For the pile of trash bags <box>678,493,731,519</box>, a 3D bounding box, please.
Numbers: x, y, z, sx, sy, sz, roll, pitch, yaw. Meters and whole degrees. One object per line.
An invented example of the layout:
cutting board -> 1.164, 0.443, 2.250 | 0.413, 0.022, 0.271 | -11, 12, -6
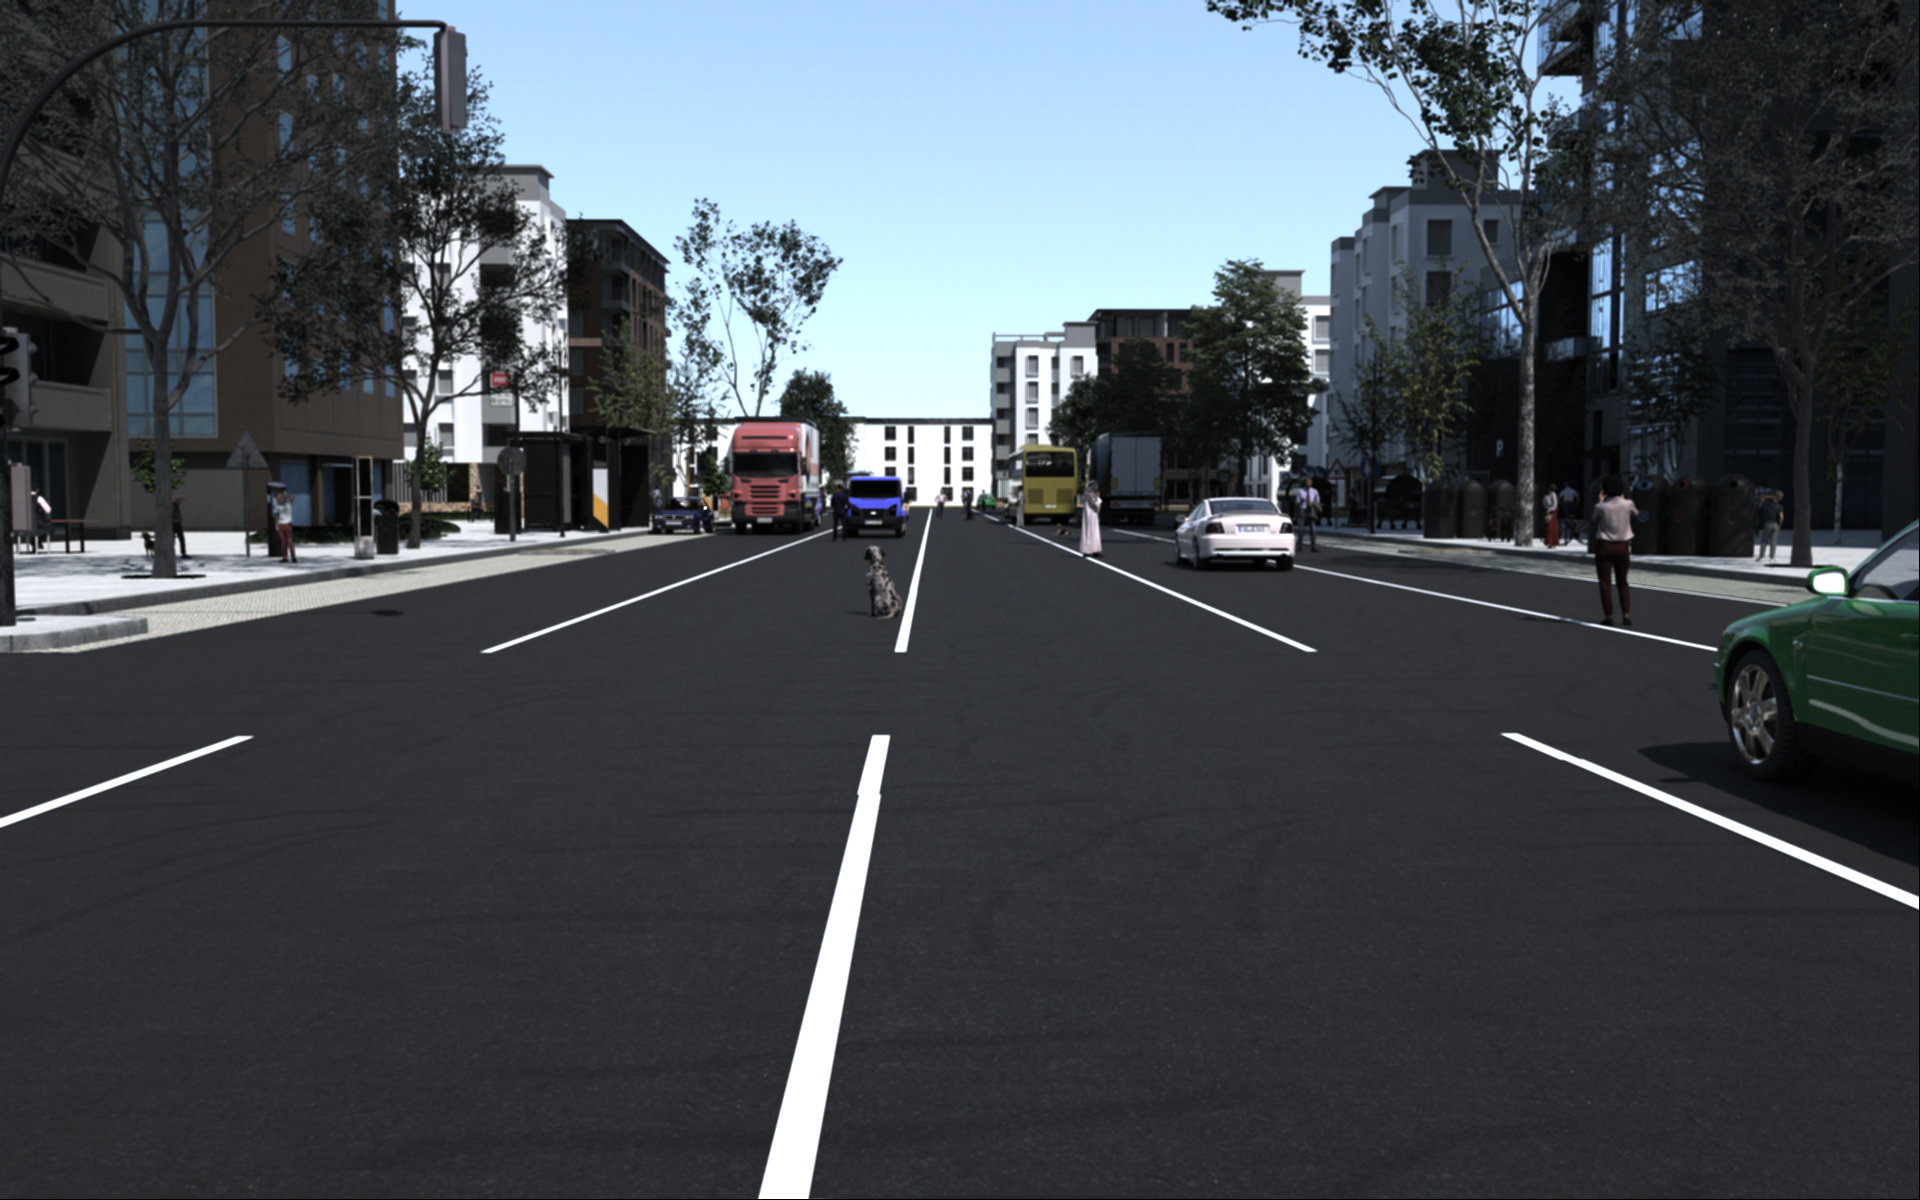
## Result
pile of trash bags -> -13.473, -4.834, 88.784 | 3.447, 1.369, 1.912 | 0, 4, -3

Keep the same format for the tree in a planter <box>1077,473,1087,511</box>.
tree in a planter -> 10.131, -9.149, 146.800 | 1.991, 3.239, 1.994 | 0, 4, -1

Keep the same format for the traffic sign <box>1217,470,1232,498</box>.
traffic sign -> 13.773, -5.520, 90.360 | 0.768, 2.556, 0.104 | 0, 4, 1

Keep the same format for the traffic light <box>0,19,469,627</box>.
traffic light -> -7.181, -2.575, 16.771 | 4.771, 5.953, 1.251 | 0, 4, -1

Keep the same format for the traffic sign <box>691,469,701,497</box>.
traffic sign -> -13.751, -5.577, 91.179 | 0.884, 2.594, 0.081 | 0, 4, 7

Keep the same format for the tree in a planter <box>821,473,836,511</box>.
tree in a planter -> -10.867, -9.068, 145.485 | 1.991, 3.239, 1.994 | 0, 4, -1

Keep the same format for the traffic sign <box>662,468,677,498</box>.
traffic sign -> -14.443, -5.257, 86.054 | 0.768, 2.556, 0.104 | 0, 4, 6

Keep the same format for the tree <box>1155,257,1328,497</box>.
tree -> 13.937, -10.106, 83.357 | 7.486, 12.596, 7.792 | 0, 3, 0

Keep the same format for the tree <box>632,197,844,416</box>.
tree -> -14.221, -15.643, 111.651 | 12.611, 20.169, 13.585 | 0, 3, 0

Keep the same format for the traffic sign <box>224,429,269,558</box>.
traffic sign -> -14.365, -2.133, 34.877 | 0.884, 2.594, 0.081 | 0, 4, 0

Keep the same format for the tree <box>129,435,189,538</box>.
tree -> -23.466, -3.434, 50.754 | 1.663, 3.219, 1.824 | 0, 3, 0

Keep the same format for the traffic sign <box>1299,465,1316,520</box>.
traffic sign -> 15.350, -4.669, 76.449 | 0.768, 2.556, 0.104 | 0, 4, 7

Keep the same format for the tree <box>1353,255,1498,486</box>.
tree -> 14.265, -6.260, 52.707 | 4.737, 8.622, 4.395 | 0, 3, 0

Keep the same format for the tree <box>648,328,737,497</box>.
tree -> -12.273, -7.804, 77.966 | 4.360, 8.622, 3.978 | 0, 3, 0

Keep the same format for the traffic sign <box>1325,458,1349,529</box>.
traffic sign -> 13.692, -3.851, 62.970 | 0.884, 2.594, 0.081 | 0, 4, 3

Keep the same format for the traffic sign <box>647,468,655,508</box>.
traffic sign -> -15.118, -5.118, 83.780 | 0.768, 2.556, 0.104 | 0, 4, 5

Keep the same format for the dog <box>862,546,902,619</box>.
dog -> -0.940, -0.207, 20.213 | 0.513, 0.831, 0.800 | 0, 4, 5

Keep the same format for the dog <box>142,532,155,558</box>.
dog -> -16.341, -1.115, 35.059 | 0.540, 0.507, 0.406 | 0, 4, -6

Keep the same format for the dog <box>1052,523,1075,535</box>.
dog -> 3.644, -2.490, 60.899 | 0.550, 0.427, 0.748 | -2, 4, -33

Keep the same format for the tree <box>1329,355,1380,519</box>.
tree -> 21.311, -8.518, 89.623 | 4.360, 8.622, 3.978 | 0, 3, 0

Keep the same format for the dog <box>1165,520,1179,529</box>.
dog -> 8.684, -3.099, 70.869 | 0.748, 0.427, 0.550 | 1, 4, 11

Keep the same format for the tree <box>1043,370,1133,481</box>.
tree -> 11.933, -14.854, 159.874 | 9.611, 12.733, 9.660 | 0, 3, 0

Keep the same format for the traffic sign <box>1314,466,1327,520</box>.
traffic sign -> 16.355, -4.826, 79.005 | 0.768, 2.556, 0.104 | 0, 4, 2

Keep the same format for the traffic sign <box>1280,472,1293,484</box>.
traffic sign -> 14.642, -4.629, 77.819 | 0.606, 2.300, 0.079 | 0, 4, 7

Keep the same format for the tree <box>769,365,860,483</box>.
tree -> -13.484, -14.484, 153.820 | 9.611, 12.733, 9.660 | 0, 3, 0

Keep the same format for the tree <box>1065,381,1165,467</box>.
tree -> 12.755, -12.326, 135.940 | 8.767, 10.594, 7.601 | -2, 4, -30

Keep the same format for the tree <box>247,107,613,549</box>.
tree -> -12.555, -6.471, 40.221 | 7.601, 10.594, 8.767 | 2, 4, 29

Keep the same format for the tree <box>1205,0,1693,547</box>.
tree -> 12.609, -11.427, 42.713 | 12.611, 20.169, 13.585 | 0, 3, 0

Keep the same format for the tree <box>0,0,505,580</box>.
tree -> -12.113, -7.083, 26.176 | 12.009, 13.543, 11.850 | 0, 3, 0

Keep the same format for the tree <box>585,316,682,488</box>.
tree -> -13.189, -7.385, 71.112 | 4.737, 8.622, 4.395 | 0, 3, 0

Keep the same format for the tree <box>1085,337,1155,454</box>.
tree -> 13.049, -12.663, 125.166 | 7.486, 12.596, 7.792 | 0, 3, 0

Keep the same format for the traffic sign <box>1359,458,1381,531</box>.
traffic sign -> 14.278, -3.689, 60.413 | 0.768, 2.556, 0.104 | 0, 4, 7

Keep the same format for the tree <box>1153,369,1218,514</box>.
tree -> 13.371, -9.211, 100.956 | 4.360, 8.622, 3.978 | 0, 3, 0

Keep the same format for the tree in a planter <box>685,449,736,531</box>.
tree in a planter -> -9.741, -4.352, 68.377 | 1.991, 3.239, 1.994 | 0, 4, -1

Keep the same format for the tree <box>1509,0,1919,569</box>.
tree -> 14.629, -7.314, 29.957 | 12.009, 13.543, 11.850 | 0, 3, 0

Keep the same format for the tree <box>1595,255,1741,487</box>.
tree -> 22.380, -6.357, 54.301 | 4.360, 8.622, 3.978 | 0, 3, 0

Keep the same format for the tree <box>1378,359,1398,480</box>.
tree -> 21.460, -7.895, 79.448 | 4.360, 8.622, 3.978 | 0, 3, 0

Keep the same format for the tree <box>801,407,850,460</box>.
tree -> -13.995, -14.195, 166.503 | 7.601, 10.594, 8.767 | 0, 4, 2

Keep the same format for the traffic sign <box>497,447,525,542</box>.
traffic sign -> -12.066, -2.839, 46.531 | 0.768, 2.556, 0.104 | 1, 4, 8

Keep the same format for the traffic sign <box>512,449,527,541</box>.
traffic sign -> -12.220, -2.892, 47.391 | 0.768, 2.556, 0.104 | 0, 4, 8

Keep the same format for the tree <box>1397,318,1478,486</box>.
tree -> 20.714, -7.327, 70.151 | 4.360, 8.622, 3.978 | 0, 3, 0

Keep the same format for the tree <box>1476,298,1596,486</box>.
tree -> 21.627, -6.974, 64.392 | 4.360, 8.622, 3.978 | 0, 3, 0

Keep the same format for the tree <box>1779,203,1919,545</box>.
tree -> 22.318, -5.686, 43.321 | 4.737, 8.622, 4.395 | 0, 3, 0

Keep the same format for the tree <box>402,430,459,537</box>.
tree -> -15.982, -3.544, 52.550 | 1.663, 3.219, 1.824 | 0, 3, 0
